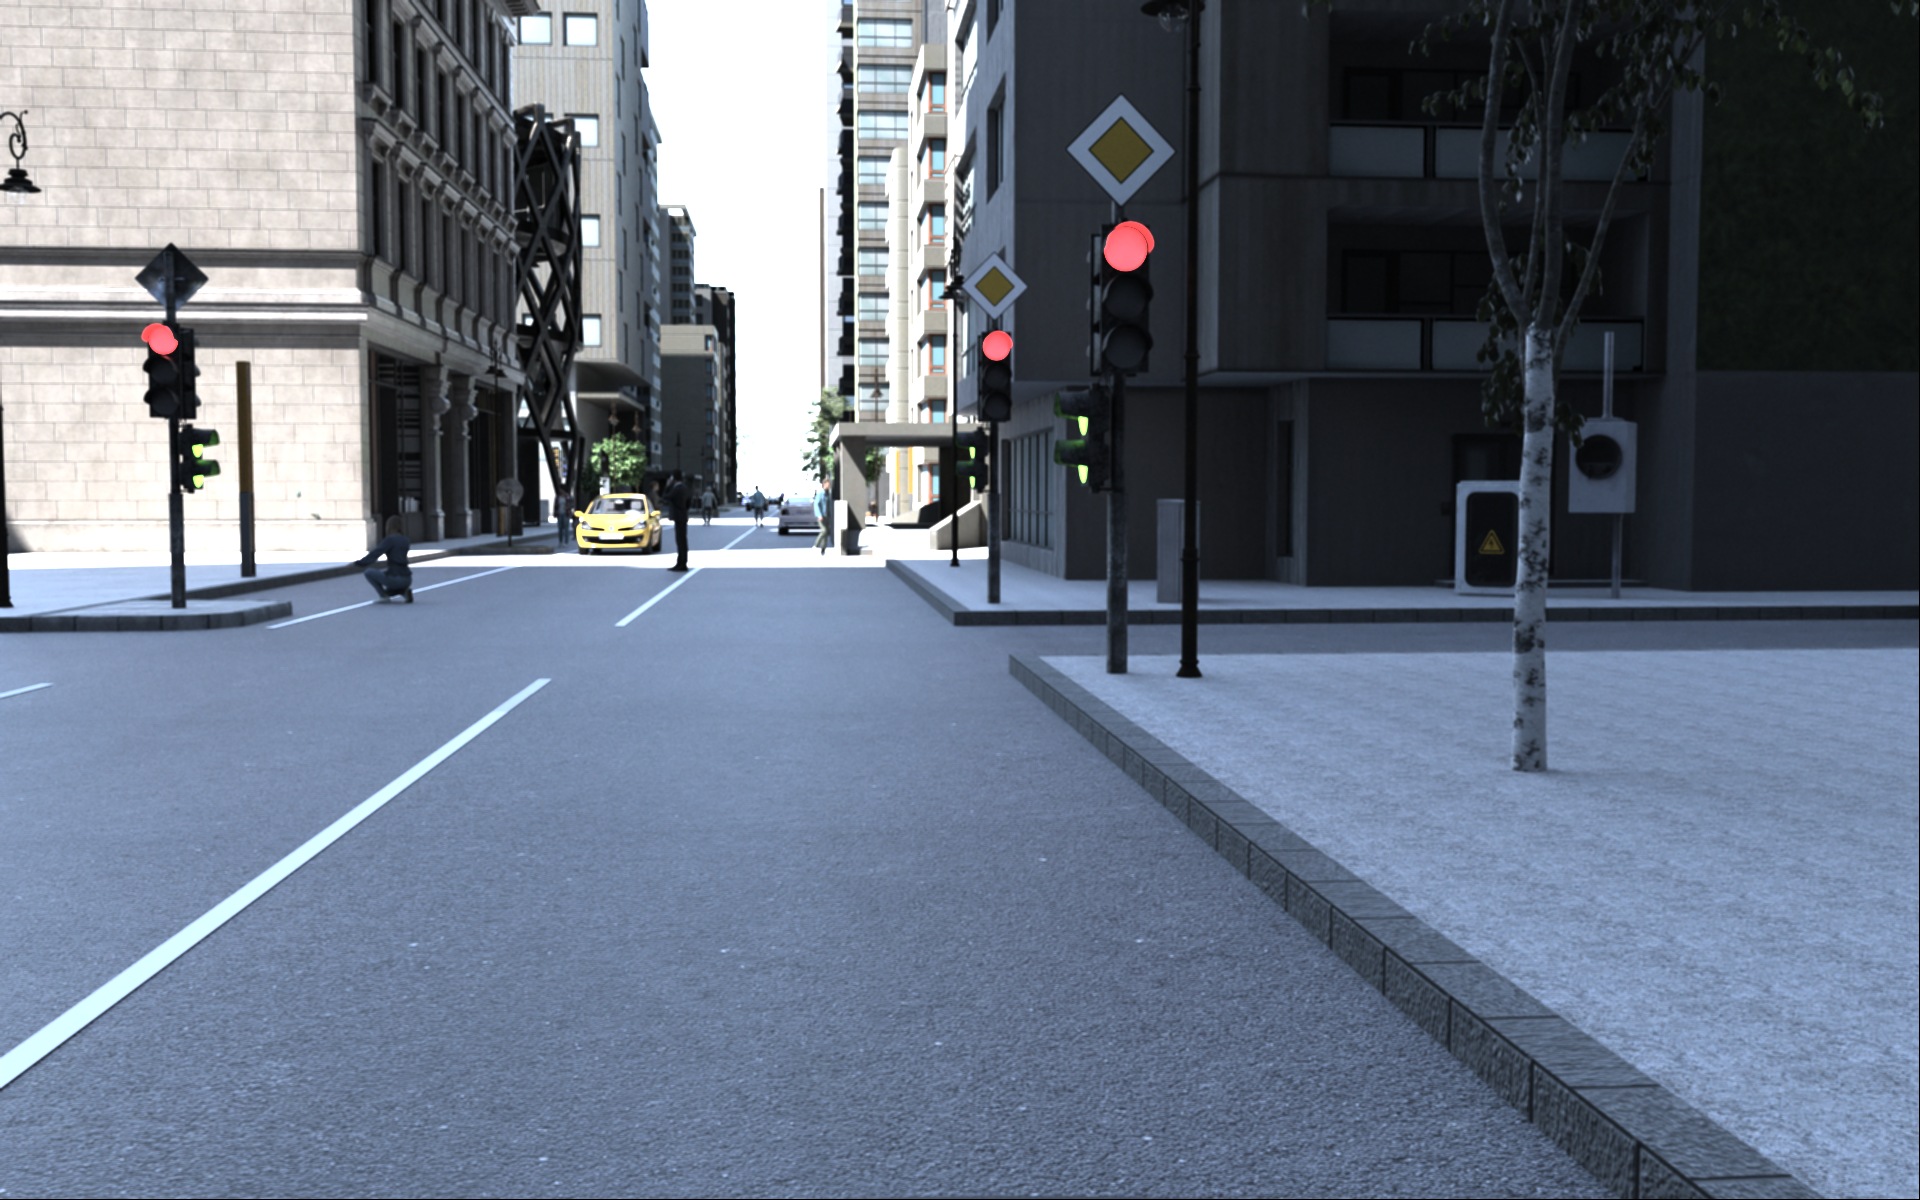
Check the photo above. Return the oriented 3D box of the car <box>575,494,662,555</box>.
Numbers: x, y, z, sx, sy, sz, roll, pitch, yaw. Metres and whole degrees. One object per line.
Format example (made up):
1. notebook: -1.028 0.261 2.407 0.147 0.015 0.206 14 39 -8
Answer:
1. car: -8.206 -1.936 41.872 2.015 1.641 3.980 0 4 -5

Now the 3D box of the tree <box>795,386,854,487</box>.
1. tree: -13.315 -16.100 181.367 7.486 12.596 7.792 0 3 0

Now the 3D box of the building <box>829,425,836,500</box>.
1. building: -0.382 -51.468 154.178 22.319 86.520 31.000 0 4 -5

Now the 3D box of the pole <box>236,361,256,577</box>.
1. pole: -11.021 -2.012 26.732 0.158 3.312 0.155 0 3 0

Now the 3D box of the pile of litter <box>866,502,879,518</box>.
1. pile of litter: -5.032 -4.955 94.979 1.176 0.858 1.719 -1 4 -9

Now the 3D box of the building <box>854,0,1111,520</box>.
1. building: 0.630 -25.713 104.005 14.154 41.232 14.086 0 4 -5

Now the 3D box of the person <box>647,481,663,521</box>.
1. person: -7.830 -2.174 44.601 0.362 1.759 0.519 -2 4 -32

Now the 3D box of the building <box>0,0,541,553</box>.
1. building: -17.586 -11.468 38.409 10.553 20.767 40.483 0 4 -5

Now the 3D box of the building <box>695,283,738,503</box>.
1. building: -37.775 -28.425 236.452 14.160 30.474 14.107 0 4 -5

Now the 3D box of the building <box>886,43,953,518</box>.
1. building: 11.028 -14.517 82.389 27.650 21.520 28.899 0 4 -5

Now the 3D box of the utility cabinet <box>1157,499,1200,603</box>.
1. utility cabinet: 2.633 -0.589 20.788 0.306 1.237 1.020 1 4 21

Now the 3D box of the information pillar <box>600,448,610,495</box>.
1. information pillar: -18.072 -5.919 88.132 0.504 3.616 0.183 -3 5 -43

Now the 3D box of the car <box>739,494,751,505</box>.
1. car: -26.742 -12.698 217.205 1.945 1.707 3.694 0 4 -3

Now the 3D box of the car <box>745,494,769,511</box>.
1. car: -17.230 -8.402 147.154 2.009 1.686 4.222 0 4 -4

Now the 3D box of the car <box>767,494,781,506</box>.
1. car: -22.614 -12.244 209.980 2.009 1.686 4.222 0 4 -4

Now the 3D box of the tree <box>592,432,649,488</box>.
1. tree: -17.978 -6.570 91.133 4.285 4.588 4.351 0 3 0

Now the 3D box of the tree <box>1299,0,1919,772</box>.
1. tree: 2.884 -3.515 7.832 4.360 8.622 3.978 0 3 0

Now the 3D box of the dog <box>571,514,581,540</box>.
1. dog: -11.867 -2.298 54.405 0.800 0.831 0.513 1 4 18

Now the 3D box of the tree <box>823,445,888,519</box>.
1. tree: -5.370 -6.407 88.467 4.285 4.588 4.351 0 3 0

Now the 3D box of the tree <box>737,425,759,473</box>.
1. tree: -32.942 -19.892 250.986 9.928 11.665 9.643 0 3 0

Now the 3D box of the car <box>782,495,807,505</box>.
1. car: -10.060 -5.843 107.892 2.083 1.381 4.827 0 4 -4

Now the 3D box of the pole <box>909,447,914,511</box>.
1. pole: -1.902 -4.507 67.526 0.158 3.312 0.155 0 3 0

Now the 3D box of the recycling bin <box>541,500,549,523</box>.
1. recycling bin: -18.973 -3.995 77.875 0.722 1.027 0.722 3 5 40

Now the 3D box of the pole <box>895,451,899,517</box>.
1. pole: -2.962 -5.389 81.946 0.158 3.312 0.155 0 3 0

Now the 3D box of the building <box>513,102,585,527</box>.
1. building: -23.296 -12.184 66.663 16.820 18.784 16.811 0 4 -5

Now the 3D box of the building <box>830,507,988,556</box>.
1. building: 12.608 -21.747 47.437 32.217 40.220 23.993 0 4 -5

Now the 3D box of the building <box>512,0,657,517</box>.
1. building: -33.382 -31.591 105.744 28.713 52.752 27.495 0 4 -5

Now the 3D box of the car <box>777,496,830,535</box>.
1. car: -5.557 -3.053 62.283 2.083 1.381 4.827 0 4 -4

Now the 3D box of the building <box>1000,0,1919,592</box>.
1. building: 7.239 -21.079 28.236 14.086 41.232 14.154 0 4 -5

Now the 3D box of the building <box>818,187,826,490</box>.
1. building: -13.091 -36.461 246.244 14.600 45.320 14.200 0 4 -5

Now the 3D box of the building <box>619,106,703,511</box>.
1. building: -39.945 -28.372 155.766 32.217 40.220 23.993 0 4 -5

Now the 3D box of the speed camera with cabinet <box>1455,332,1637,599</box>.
1. speed camera with cabinet: 7.240 -1.657 21.434 2.038 3.252 0.660 2 4 32

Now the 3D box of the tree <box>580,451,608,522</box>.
1. tree: -16.727 -5.122 78.350 1.663 3.219 1.824 0 3 0

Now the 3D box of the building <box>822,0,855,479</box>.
1. building: -5.184 -40.296 200.844 21.231 58.520 28.212 0 4 -5

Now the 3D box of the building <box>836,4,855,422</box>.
1. building: 2.252 -28.804 125.571 22.147 44.769 28.867 0 4 -5

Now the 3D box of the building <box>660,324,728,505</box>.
1. building: -40.217 -21.133 190.571 27.650 21.520 28.899 0 4 -5
